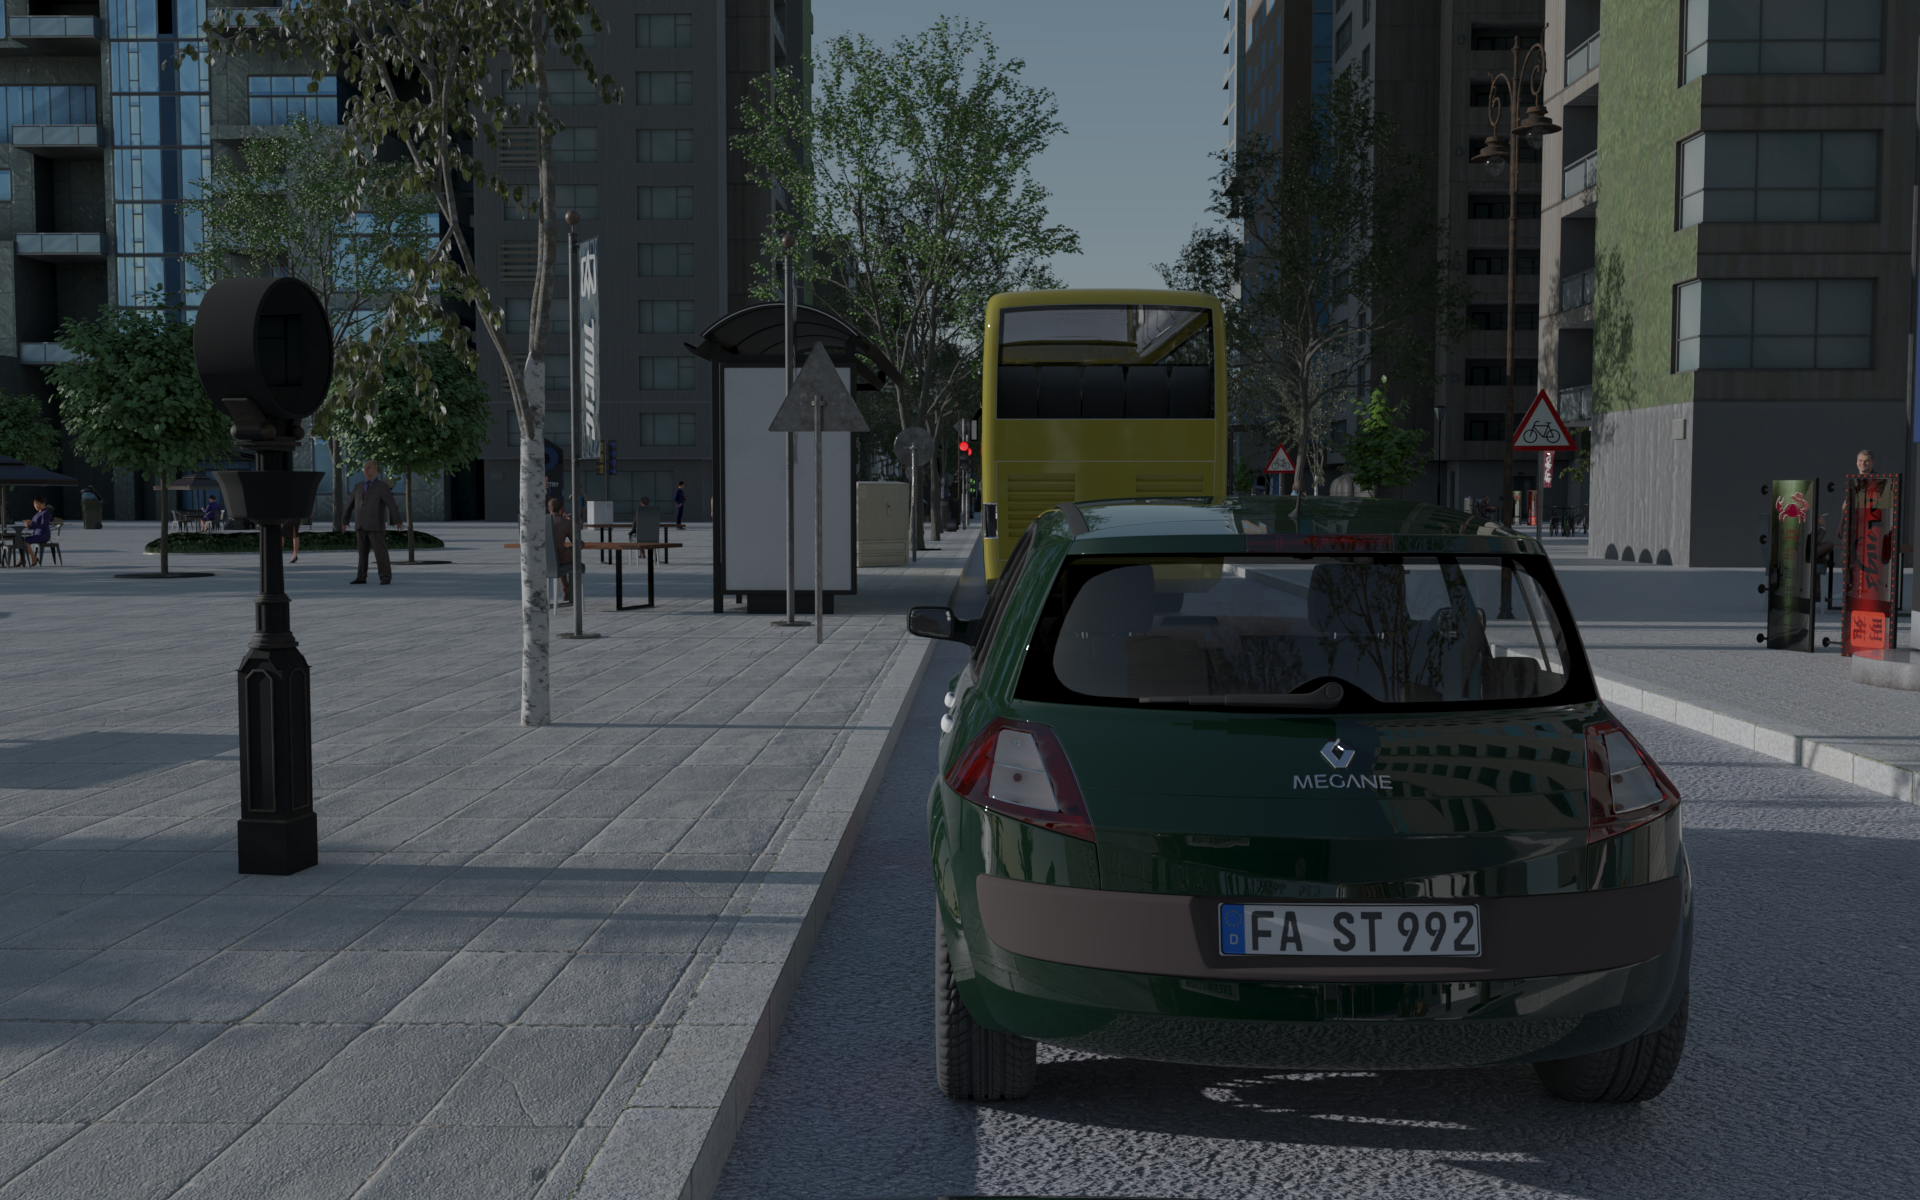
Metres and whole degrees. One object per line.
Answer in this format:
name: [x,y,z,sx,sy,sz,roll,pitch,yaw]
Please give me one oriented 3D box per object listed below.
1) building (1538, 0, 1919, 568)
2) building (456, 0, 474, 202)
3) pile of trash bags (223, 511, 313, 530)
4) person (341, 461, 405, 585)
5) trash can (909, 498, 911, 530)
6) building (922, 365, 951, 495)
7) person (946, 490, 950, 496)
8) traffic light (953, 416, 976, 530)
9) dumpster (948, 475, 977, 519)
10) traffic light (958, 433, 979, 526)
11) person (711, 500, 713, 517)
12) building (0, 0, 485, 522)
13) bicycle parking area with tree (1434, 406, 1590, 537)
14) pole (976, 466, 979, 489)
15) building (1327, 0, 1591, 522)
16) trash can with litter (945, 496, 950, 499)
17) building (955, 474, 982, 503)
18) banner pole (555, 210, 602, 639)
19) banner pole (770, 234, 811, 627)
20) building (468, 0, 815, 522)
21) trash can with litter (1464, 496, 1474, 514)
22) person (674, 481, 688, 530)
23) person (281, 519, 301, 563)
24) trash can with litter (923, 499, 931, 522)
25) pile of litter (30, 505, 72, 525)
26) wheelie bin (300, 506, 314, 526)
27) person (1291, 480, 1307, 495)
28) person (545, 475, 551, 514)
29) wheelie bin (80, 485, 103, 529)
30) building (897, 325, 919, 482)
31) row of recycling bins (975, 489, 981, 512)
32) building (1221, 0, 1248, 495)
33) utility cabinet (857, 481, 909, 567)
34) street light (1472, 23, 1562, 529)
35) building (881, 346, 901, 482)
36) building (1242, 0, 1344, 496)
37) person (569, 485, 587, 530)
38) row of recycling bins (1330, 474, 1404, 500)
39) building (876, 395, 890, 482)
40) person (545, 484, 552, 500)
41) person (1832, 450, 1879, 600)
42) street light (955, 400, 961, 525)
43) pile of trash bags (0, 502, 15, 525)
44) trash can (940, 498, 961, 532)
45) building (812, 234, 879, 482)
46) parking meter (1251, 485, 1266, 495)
building: [19.888,-21.533,35.662,14.154,41.232,14.086,0,4,1]
building: [-22.767,-25.154,103.141,32.217,40.220,23.993,0,4,1]
pile of trash bags: [-24.589,-3.190,61.910,3.447,1.369,1.912,1,4,15]
person: [-8.354,-1.099,24.565,0.990,1.755,0.434,1,4,17]
trash can: [-1.879,-3.095,62.254,0.748,1.137,0.748,0,3,0]
building: [-17.036,-24.886,250.857,32.646,21.610,27.936,0,4,1]
person: [-0.905,-7.848,136.421,0.516,1.574,0.319,-3,4,-36]
traffic light: [0.163,-4.466,61.944,0.839,4.253,0.868,0,4,1]
dumpster: [0.119,-5.361,90.153,1.502,2.255,1.985,0,4,1]
traffic light: [0.333,-4.955,69.927,0.839,4.253,0.868,0,4,1]
person: [-5.550,-2.104,40.579,0.598,1.807,0.434,-1,4,-21]
building: [-39.142,-47.354,86.910,31.000,86.520,22.319,0,4,1]
bicycle parking area with tree: [17.675,-4.151,54.868,9.016,4.147,8.231,-3,5,-44]
pole: [1.287,-8.039,125.287,0.158,3.312,0.155,0,3,0]
building: [26.280,-19.166,85.070,14.107,30.474,14.160,0,4,1]
trash can with litter: [-0.031,-8.045,142.591,2.233,1.210,1.678,1,4,14]
building: [13.113,-18.285,241.098,28.070,9.664,9.099,0,4,1]
banner pole: [-3.295,-1.539,15.187,0.401,3.779,0.863,-2,4,-31]
banner pole: [-1.646,-1.653,17.047,0.401,3.779,0.863,0,4,2]
building: [-14.794,-24.480,83.837,14.154,41.232,14.086,0,4,1]
trash can with litter: [20.903,-3.641,70.582,1.678,1.210,2.233,-1,4,-23]
person: [-9.982,-3.388,62.145,0.504,1.737,0.576,0,4,0]
person: [-12.643,-1.400,32.124,0.799,1.438,0.628,-2,4,-26]
trash can with litter: [-1.592,-4.151,79.248,1.055,1.170,0.624,3,4,36]
pile of litter: [-37.291,-3.487,70.984,1.719,0.858,1.176,-2,4,-26]
wheelie bin: [-26.810,-3.846,70.782,0.693,1.594,0.980,1,4,22]
person: [6.591,-1.554,33.671,0.429,1.552,0.499,2,4,35]
person: [-8.369,-1.702,34.673,0.445,1.727,0.742,0,4,-2]
wheelie bin: [-31.540,-3.364,62.914,0.693,1.594,0.980,-2,4,-35]
building: [-21.970,-21.779,200.063,32.646,21.610,27.936,0,4,1]
row of recycling bins: [0.983,-7.108,123.328,1.069,1.692,3.534,0,4,3]
building: [27.918,-49.820,127.229,22.319,86.520,31.000,0,4,1]
utility cabinet: [-1.427,-1.338,30.550,1.173,1.500,0.318,-3,5,-43]
street light: [5.619,-2.744,17.652,0.468,5.910,1.993,0,4,1]
building: [-14.148,-19.784,179.892,16.016,20.091,11.380,0,4,1]
building: [24.054,-27.395,98.019,14.600,45.320,14.200,0,4,1]
person: [-13.615,-3.290,61.708,0.647,1.594,0.662,0,4,-3]
row of recycling bins: [7.676,-1.584,33.006,1.069,1.692,3.534,0,4,3]
building: [-10.929,-13.352,160.451,9.099,9.664,28.070,0,4,1]
person: [-10.272,-2.103,42.696,0.482,1.546,0.388,2,4,31]
person: [10.869,-0.902,20.913,0.434,1.807,0.598,-1,4,-16]
street light: [-0.032,-6.001,70.908,0.468,5.910,1.993,0,4,1]
pile of trash bags: [-40.797,-3.775,71.477,1.912,1.369,3.447,0,4,5]
trash can: [-0.335,-2.883,58.786,0.748,1.137,0.748,0,3,0]
building: [-20.910,-17.436,130.118,27.650,21.520,28.899,0,4,1]
parking meter: [8.823,-2.625,51.333,0.372,1.533,0.369,0,3,0]
